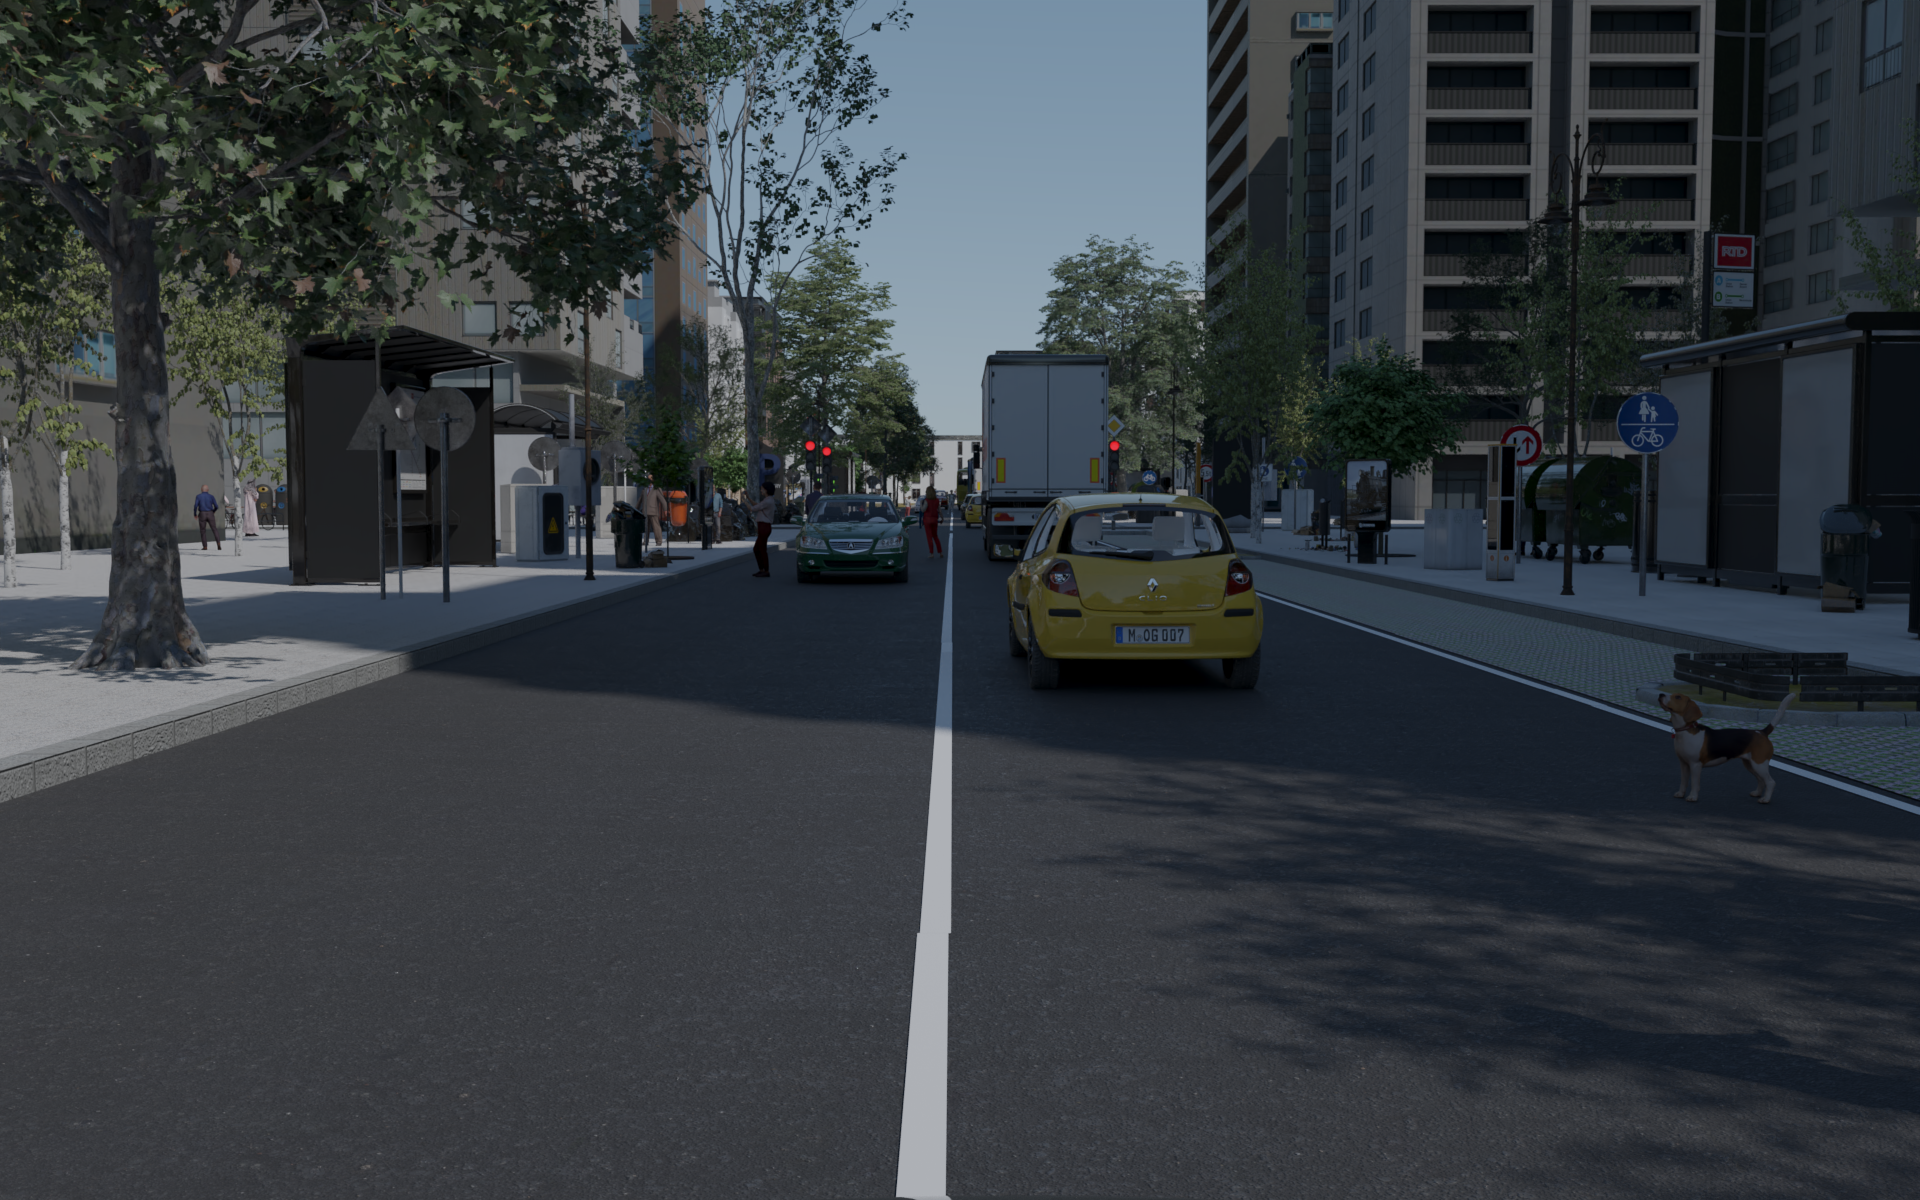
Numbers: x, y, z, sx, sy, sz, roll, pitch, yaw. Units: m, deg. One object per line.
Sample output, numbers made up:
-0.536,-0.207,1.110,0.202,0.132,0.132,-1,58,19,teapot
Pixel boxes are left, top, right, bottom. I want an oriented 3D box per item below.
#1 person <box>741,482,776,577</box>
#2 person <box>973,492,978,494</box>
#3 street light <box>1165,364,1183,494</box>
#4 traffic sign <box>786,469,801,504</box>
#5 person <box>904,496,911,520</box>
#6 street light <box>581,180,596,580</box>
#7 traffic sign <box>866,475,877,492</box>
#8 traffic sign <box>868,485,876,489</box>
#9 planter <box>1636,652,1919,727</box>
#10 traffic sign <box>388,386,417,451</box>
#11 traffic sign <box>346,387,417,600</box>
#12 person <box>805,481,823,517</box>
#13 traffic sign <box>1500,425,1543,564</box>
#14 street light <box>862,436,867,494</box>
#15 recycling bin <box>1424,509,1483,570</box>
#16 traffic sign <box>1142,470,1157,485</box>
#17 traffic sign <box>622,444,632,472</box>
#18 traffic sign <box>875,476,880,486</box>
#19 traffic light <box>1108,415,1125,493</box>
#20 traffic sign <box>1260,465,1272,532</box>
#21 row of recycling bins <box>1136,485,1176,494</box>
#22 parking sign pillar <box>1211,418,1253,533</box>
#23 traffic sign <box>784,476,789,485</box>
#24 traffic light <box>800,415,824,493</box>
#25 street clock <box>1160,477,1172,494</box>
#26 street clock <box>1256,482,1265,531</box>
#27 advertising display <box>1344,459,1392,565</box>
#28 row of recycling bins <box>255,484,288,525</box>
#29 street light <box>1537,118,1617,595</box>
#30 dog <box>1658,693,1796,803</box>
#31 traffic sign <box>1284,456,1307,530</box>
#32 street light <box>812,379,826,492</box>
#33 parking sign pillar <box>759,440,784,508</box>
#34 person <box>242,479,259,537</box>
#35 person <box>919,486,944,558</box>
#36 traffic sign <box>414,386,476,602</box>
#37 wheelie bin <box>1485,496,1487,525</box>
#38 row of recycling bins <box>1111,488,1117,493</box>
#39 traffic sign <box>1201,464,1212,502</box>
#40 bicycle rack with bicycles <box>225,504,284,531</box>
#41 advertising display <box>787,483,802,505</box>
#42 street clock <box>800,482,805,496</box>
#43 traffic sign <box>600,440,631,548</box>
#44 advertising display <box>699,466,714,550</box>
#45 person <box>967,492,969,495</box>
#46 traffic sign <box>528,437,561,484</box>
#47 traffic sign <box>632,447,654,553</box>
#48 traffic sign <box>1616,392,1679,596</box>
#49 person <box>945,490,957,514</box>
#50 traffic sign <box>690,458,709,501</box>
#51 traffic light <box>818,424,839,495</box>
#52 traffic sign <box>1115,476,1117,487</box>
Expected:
-3.476,-1.220,29.907,0.566,1.644,0.517,3,5,44,person
0.853,-4.594,85.821,0.590,1.554,0.614,1,4,22,person
7.487,-5.377,60.695,0.468,5.910,1.993,0,4,0,street light
-8.312,-5.277,86.379,0.768,2.556,0.104,0,4,6,traffic sign
-2.948,-5.197,97.384,0.435,1.345,0.340,0,4,3,person
-5.517,-3.232,25.637,0.468,5.910,1.993,0,4,0,street light
-5.951,-7.130,116.684,0.768,2.556,0.104,1,4,9,traffic sign
-6.866,-8.141,135.238,0.606,2.300,0.079,0,4,8,traffic sign
5.664,0.585,11.582,1.991,0.319,1.994,0,4,0,planter
-6.880,-1.315,21.228,0.795,2.593,0.064,0,4,7,traffic sign
-7.012,-1.283,20.980,0.884,2.594,0.081,0,4,6,traffic sign
-2.990,-1.641,36.249,0.541,1.710,0.530,3,4,38,person
10.297,-1.942,31.862,0.768,2.556,0.104,0,4,7,traffic sign
-5.877,-8.267,107.945,0.468,5.910,1.993,0,4,0,street light
8.416,-1.040,29.551,0.722,1.027,0.722,-1,4,-22,recycling bin
10.221,-5.713,93.515,0.768,2.556,0.104,0,4,4,traffic sign
-8.675,-2.757,44.808,0.795,2.593,0.064,0,4,0,traffic sign
-5.965,-7.432,121.252,0.795,2.593,0.064,0,4,6,traffic sign
5.428,-4.431,61.370,0.839,4.253,0.868,0,4,0,traffic light
10.314,-3.472,58.893,0.606,2.300,0.079,0,4,5,traffic sign
8.733,-4.301,77.430,1.069,1.692,3.534,2,4,27,row of recycling bins
8.968,-4.198,57.107,1.447,3.967,1.447,0,4,2,parking sign pillar
-10.019,-5.934,97.025,0.884,2.594,0.081,0,4,3,traffic sign
-5.253,-4.427,61.310,0.839,4.253,0.868,0,4,0,traffic light
8.706,-4.194,73.139,0.471,2.002,0.358,-2,4,-31,street clock
10.230,-3.350,59.349,0.358,2.002,0.471,3,4,36,street clock
7.486,-1.626,31.794,0.123,1.923,0.974,-3,4,-39,advertising display
-27.361,-3.922,71.232,3.534,1.692,1.069,0,4,6,row of recycling bins
7.722,-3.000,21.836,0.468,5.910,1.993,0,4,0,street light
3.572,0.685,8.090,0.540,0.507,0.406,-3,5,-40,dog
11.314,-3.567,58.430,0.768,2.556,0.104,0,4,5,traffic sign
-5.657,-5.920,69.572,0.468,5.910,1.993,0,4,0,street light
-9.153,-5.814,83.528,1.447,3.967,1.447,0,4,-5,parking sign pillar
-21.348,-2.782,52.191,0.551,1.740,0.621,3,4,38,person
-0.639,-1.756,38.917,0.593,1.614,0.444,-1,4,-9,person
-6.089,-1.245,20.462,0.768,2.556,0.104,0,4,8,traffic sign
21.686,-3.801,70.055,0.693,1.594,0.980,3,5,40,wheelie bin
10.336,-6.713,116.874,3.534,1.692,1.069,1,4,22,row of recycling bins
10.431,-4.490,73.510,0.768,2.556,0.104,0,4,4,traffic sign
-25.152,-2.877,60.423,2.852,0.926,2.925,1,4,16,bicycle rack with bicycles
-9.661,-5.879,101.331,0.974,1.923,0.123,-3,5,-40,advertising display
-9.339,-5.997,102.617,0.358,2.002,0.471,-1,4,-22,street clock
-8.193,-2.509,41.128,0.768,2.556,0.104,0,4,4,traffic sign
-5.846,-2.125,39.965,0.123,1.923,0.974,0,4,4,advertising display
0.593,-6.888,123.386,0.482,1.546,0.388,2,4,28,person
-9.217,-2.345,38.443,0.768,2.556,0.104,0,4,4,traffic sign
-6.848,-2.178,37.743,0.606,2.300,0.079,0,4,8,traffic sign
8.583,-1.321,21.708,0.768,2.556,0.104,0,4,2,traffic sign
-0.618,-6.949,122.841,0.841,1.734,0.376,-1,4,-9,person
-9.253,-3.750,61.421,0.768,2.556,0.104,1,4,8,traffic sign
-5.286,-4.916,69.295,0.839,4.253,0.868,0,4,0,traffic light
10.829,-7.274,119.033,0.768,2.556,0.104,1,4,9,traffic sign
